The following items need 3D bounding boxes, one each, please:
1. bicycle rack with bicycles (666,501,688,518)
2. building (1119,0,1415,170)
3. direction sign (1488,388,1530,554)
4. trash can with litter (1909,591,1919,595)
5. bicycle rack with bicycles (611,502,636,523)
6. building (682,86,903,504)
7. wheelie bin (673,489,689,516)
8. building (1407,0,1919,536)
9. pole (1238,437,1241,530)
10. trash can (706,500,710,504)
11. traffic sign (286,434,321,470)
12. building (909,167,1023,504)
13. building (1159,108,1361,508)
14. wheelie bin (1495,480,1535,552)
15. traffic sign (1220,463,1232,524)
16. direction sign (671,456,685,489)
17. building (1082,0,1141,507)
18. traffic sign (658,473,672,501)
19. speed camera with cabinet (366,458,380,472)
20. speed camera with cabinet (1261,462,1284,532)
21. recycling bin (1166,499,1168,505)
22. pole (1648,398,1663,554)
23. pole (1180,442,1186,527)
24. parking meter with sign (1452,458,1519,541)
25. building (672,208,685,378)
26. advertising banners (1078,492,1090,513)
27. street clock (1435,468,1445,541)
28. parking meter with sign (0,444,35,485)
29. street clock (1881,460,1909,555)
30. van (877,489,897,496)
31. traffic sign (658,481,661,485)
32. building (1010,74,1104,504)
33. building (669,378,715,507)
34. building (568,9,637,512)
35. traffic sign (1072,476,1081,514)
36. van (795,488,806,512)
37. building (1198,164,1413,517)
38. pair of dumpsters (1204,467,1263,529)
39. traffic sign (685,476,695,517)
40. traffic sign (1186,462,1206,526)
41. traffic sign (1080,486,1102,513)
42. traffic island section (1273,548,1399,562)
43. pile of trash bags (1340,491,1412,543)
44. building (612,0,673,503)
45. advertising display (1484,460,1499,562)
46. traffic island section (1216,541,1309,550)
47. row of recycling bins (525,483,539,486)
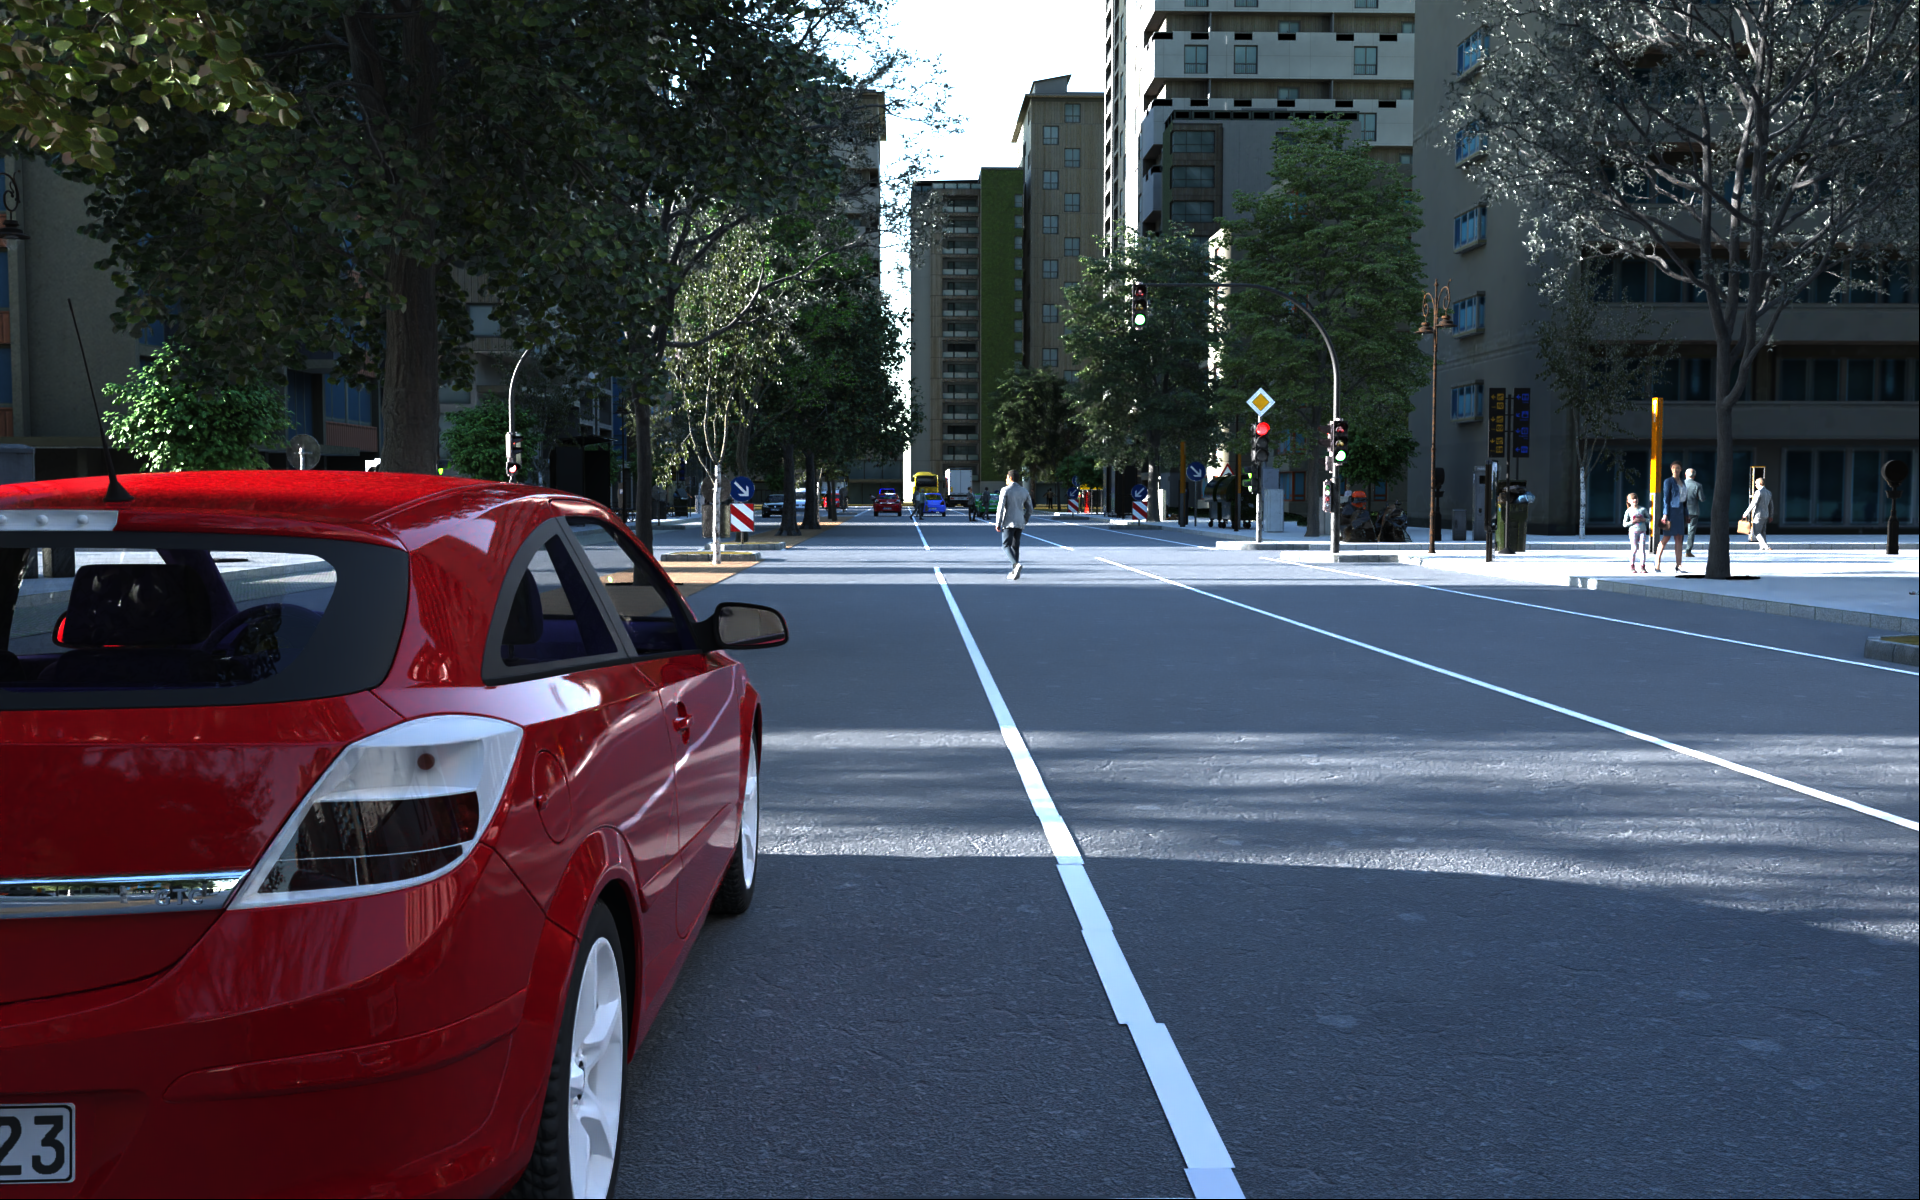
[{"bbox_3d":[-16.307,-4.972,94.675,2.925,0.926,2.852,-2,4,-35],"label":"bicycle rack with bicycles"},{"bbox_3d":[28.986,-34.549,154.122,28.713,52.752,27.495,0,4,-2],"label":"building"},{"bbox_3d":[11.719,-2.754,37.022,0.876,3.537,0.379,0,4,-1],"label":"direction sign"},{"bbox_3d":[12.429,-0.607,20.978,1.678,1.210,2.233,0,4,-1],"label":"trash can with litter"},{"bbox_3d":[-15.732,-3.977,78.408,2.925,0.926,2.852,-1,4,-20],"label":"bicycle rack with bicycles"},{"bbox_3d":[-21.146,-38.863,224.646,27.495,52.752,28.713,0,4,-2],"label":"building"},{"bbox_3d":[-16.146,-5.629,99.937,0.693,1.594,0.980,3,5,41],"label":"wheelie bin"},{"bbox_3d":[28.281,-26.863,62.906,21.600,48.544,21.300,0,4,-2],"label":"building"},{"bbox_3d":[10.050,-4.196,62.452,0.158,3.312,0.155,0,3,0],"label":"pole"},{"bbox_3d":[-16.584,-6.338,115.283,0.748,1.137,0.748,0,3,0],"label":"trash can"},{"bbox_3d":[-13.918,-2.240,36.724,0.768,2.556,0.104,0,4,6],"label":"traffic sign"},{"bbox_3d":[0.644,-32.746,218.996,14.086,41.232,14.154,0,4,-2],"label":"building"},{"bbox_3d":[22.252,-22.147,133.806,14.160,30.474,14.107,0,4,-2],"label":"building"},{"bbox_3d":[12.284,-1.871,38.495,0.980,1.594,0.693,0,4,5],"label":"wheelie bin"},{"bbox_3d":[11.300,-4.478,73.225,0.884,2.594,0.081,0,4,4],"label":"traffic sign"},{"bbox_3d":[-16.841,-6.811,103.353,0.876,3.537,0.379,1,4,15],"label":"direction sign"},{"bbox_3d":[23.950,-45.223,177.641,20.563,71.187,20.611,0,4,-2],"label":"building"},{"bbox_3d":[-15.711,-5.634,92.219,0.768,2.556,0.104,0,4,3],"label":"traffic sign"},{"bbox_3d":[-15.518,-3.112,45.216,2.038,3.252,0.660,2,4,34],"label":"speed camera with cabinet"},{"bbox_3d":[10.600,-3.939,58.743,0.660,3.252,2.038,0,4,4],"label":"speed camera with cabinet"},{"bbox_3d":[10.546,-4.810,91.192,0.722,1.027,0.722,1,4,18],"label":"recycling bin"},{"bbox_3d":[14.775,-2.625,36.769,0.158,3.312,0.155,0,3,0],"label":"pole"},{"bbox_3d":[8.685,-4.503,67.475,0.158,3.312,0.155,0,3,0],"label":"pole"},{"bbox_3d":[14.452,-3.140,47.594,1.738,3.016,0.543,1,4,9],"label":"parking meter with sign"},{"bbox_3d":[-45.681,-36.550,221.286,21.600,48.544,21.300,0,4,-2],"label":"building"},{"bbox_3d":[8.449,-7.283,115.257,0.090,3.025,2.074,-3,4,-38],"label":"advertising banners"},{"bbox_3d":[13.046,-2.614,47.304,0.358,2.002,0.471,0,4,-1],"label":"street clock"},{"bbox_3d":[-14.338,-1.825,26.092,0.543,3.016,1.738,3,4,38],"label":"parking meter with sign"},{"bbox_3d":[19.826,-1.969,36.771,0.471,2.002,0.358,1,4,9],"label":"street clock"},{"bbox_3d":[-8.143,-11.602,194.081,2.240,2.365,5.245,0,4,-2],"label":"van"},{"bbox_3d":[-17.844,-6.354,103.999,0.768,2.556,0.104,0,4,2],"label":"traffic sign"},{"bbox_3d":[21.179,-38.987,226.676,27.495,52.752,28.713,0,4,-2],"label":"building"},{"bbox_3d":[-41.670,-52.670,173.832,31.000,86.520,22.319,0,4,-2],"label":"building"},{"bbox_3d":[-35.031,-42.257,129.158,20.563,71.187,20.611,0,4,-2],"label":"building"},{"bbox_3d":[7.666,-6.883,112.648,0.768,2.556,0.104,0,4,2],"label":"traffic sign"},{"bbox_3d":[-10.689,-6.730,117.054,2.013,2.044,4.112,0,4,-2],"label":"van"},{"bbox_3d":[31.011,-16.039,107.279,27.650,21.520,28.899,0,4,-2],"label":"building"},{"bbox_3d":[10.314,-3.822,64.979,1.574,2.255,4.437,0,4,-2],"label":"pair of dumpsters"},{"bbox_3d":[-15.290,-5.875,98.182,0.606,2.300,0.079,0,4,7],"label":"traffic sign"},{"bbox_3d":[9.321,-4.182,68.479,0.768,2.556,0.104,0,4,3],"label":"traffic sign"},{"bbox_3d":[9.018,-7.361,114.221,2.265,3.308,0.079,0,4,7],"label":"traffic sign"},{"bbox_3d":[8.174,-0.945,37.724,2.009,0.180,2.903,0,4,-2],"label":"traffic island section"},{"bbox_3d":[11.112,-2.296,47.294,1.912,1.369,3.447,0,4,2],"label":"pile of trash bags"},{"bbox_3d":[-32.502,-30.416,147.414,14.600,45.320,14.200,0,4,-2],"label":"building"},{"bbox_3d":[10.098,-1.695,32.923,0.123,1.923,0.974,2,4,24],"label":"advertising display"},{"bbox_3d":[7.909,-1.433,45.705,2.009,0.180,2.903,0,4,-2],"label":"traffic island section"},{"bbox_3d":[-16.100,-3.529,64.816,1.069,1.692,3.534,-1,4,-15],"label":"row of recycling bins"}]
